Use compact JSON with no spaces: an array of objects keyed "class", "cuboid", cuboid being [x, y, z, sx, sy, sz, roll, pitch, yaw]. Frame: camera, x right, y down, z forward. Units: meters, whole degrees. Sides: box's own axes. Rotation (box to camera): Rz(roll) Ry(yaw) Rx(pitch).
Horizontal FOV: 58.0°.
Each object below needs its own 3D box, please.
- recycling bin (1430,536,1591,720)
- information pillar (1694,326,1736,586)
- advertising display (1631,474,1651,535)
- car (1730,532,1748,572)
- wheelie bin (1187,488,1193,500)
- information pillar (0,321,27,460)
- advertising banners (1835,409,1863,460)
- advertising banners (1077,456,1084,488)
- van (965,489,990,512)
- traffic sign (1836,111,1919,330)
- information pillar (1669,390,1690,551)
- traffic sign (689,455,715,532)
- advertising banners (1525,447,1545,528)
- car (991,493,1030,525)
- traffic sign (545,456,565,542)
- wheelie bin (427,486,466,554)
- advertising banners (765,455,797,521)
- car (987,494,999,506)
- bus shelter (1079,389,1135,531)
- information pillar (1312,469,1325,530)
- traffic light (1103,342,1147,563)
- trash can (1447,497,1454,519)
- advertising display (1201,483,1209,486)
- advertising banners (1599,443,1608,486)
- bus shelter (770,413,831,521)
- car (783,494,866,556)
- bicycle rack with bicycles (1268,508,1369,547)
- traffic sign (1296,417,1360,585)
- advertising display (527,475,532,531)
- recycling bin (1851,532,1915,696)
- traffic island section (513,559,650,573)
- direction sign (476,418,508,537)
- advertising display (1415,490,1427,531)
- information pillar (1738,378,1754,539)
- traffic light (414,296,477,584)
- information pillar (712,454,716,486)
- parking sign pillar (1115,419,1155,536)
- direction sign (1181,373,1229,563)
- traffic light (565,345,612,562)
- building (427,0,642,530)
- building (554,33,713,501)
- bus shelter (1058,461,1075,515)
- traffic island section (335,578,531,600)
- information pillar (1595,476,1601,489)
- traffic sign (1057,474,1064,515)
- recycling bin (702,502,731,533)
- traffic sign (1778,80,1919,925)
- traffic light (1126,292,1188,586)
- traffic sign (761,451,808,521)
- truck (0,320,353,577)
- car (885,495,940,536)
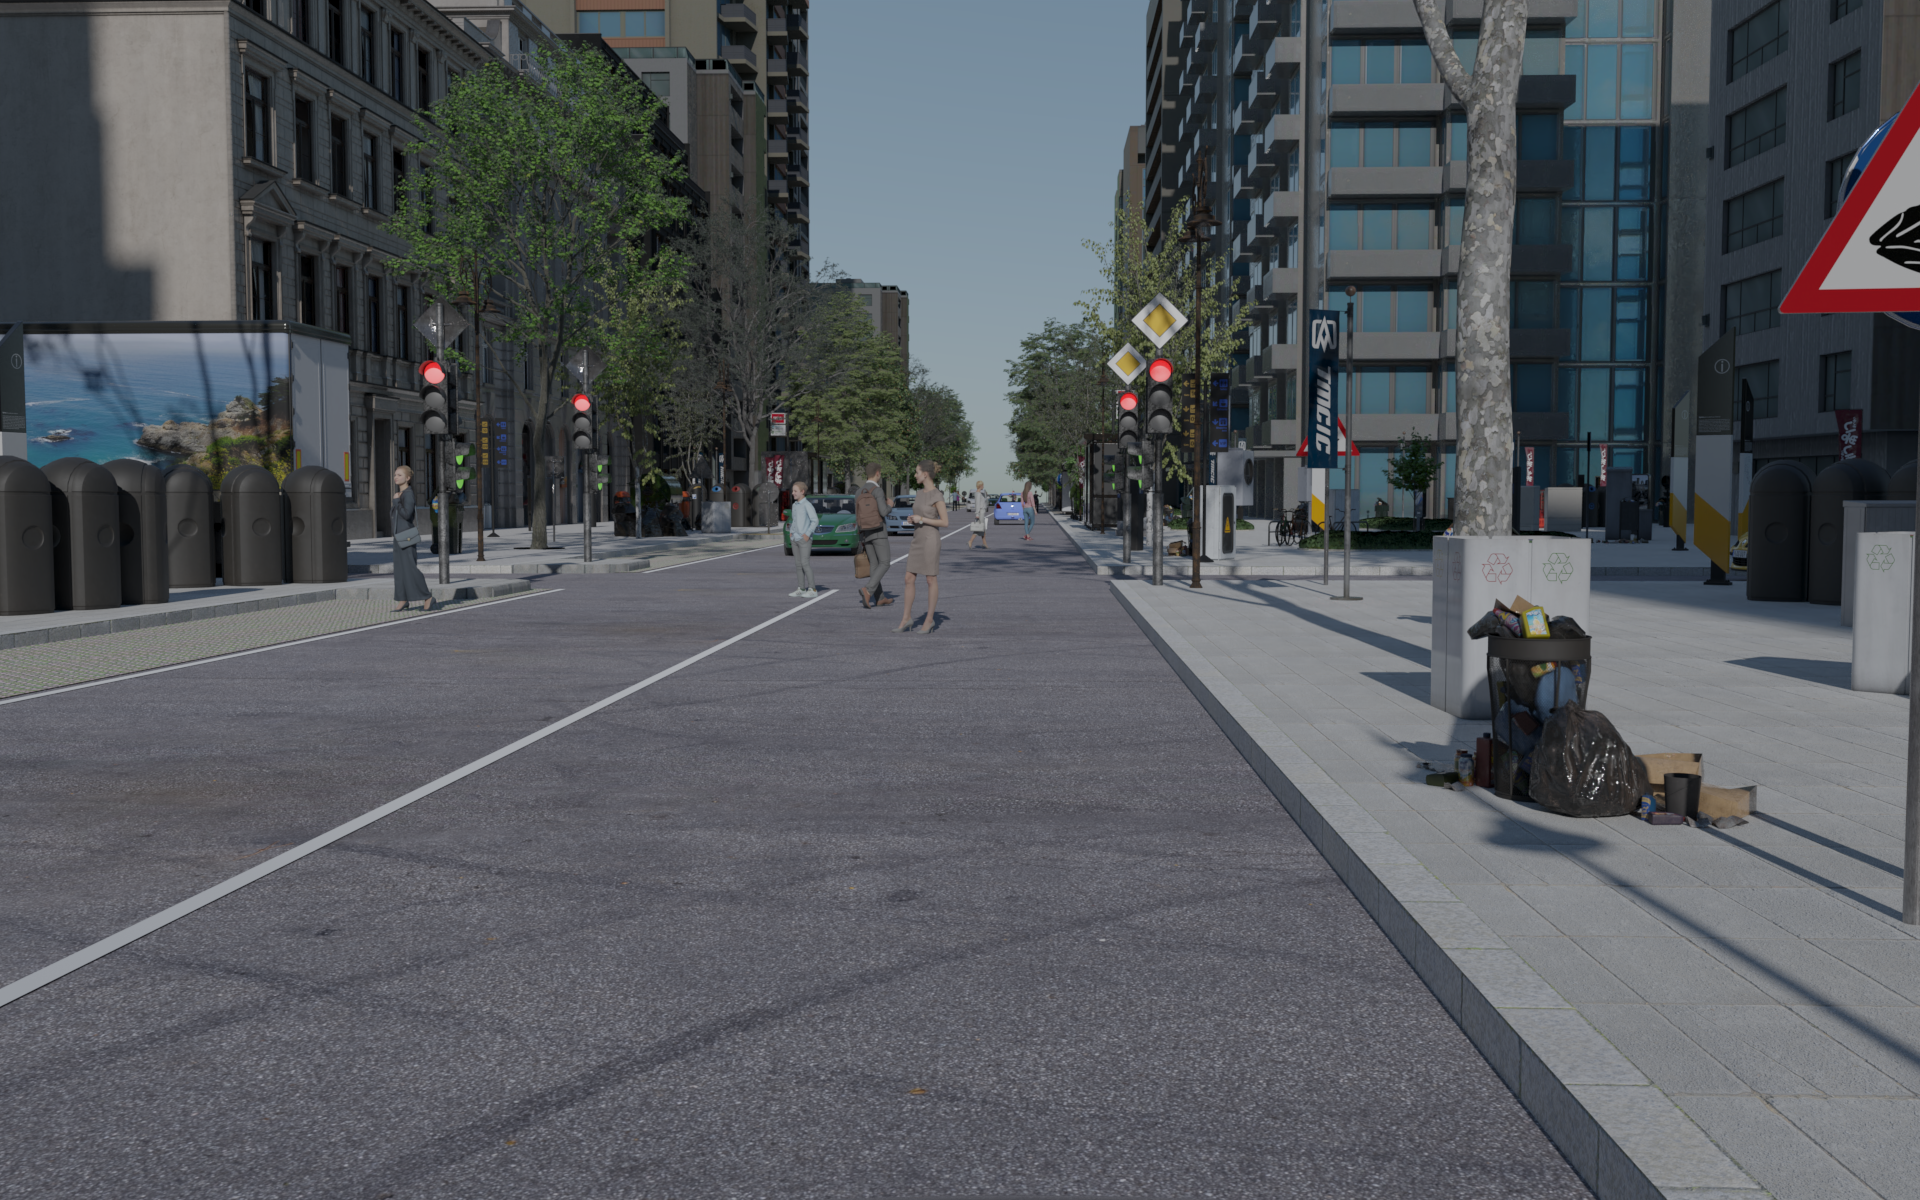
[{"class":"recycling bin","cuboid":[3.215,0.147,10.158,0.722,1.027,0.722,0,4,-1]},{"class":"information pillar","cuboid":[10.628,-2.020,24.374,0.504,3.616,0.183,3,5,39]},{"class":"advertising display","cuboid":[21.361,-3.036,54.856,0.123,1.923,0.974,-3,5,-43]},{"class":"car","cuboid":[14.680,-1.098,28.184,3.980,1.641,2.015,0,4,1]},{"class":"wheelie bin","cuboid":[12.371,-5.142,91.981,0.693,1.594,0.980,0,4,3]},{"class":"information pillar","cuboid":[-12.748,-1.955,23.314,0.183,3.616,0.504,1,4,10]},{"class":"advertising banners","cuboid":[18.928,-2.391,35.278,2.074,3.025,0.090,2,4,30]},{"class":"advertising banners","cuboid":[6.268,-5.088,79.376,2.074,3.025,0.090,2,4,32]},{"class":"van","cuboid":[1.399,-8.039,138.456,2.013,2.044,4.112,0,4,3]},{"class":"traffic sign","cuboid":[3.186,-0.336,5.598,0.768,2.556,0.104,0,4,5]},{"class":"information pillar","cuboid":[16.239,-2.919,39.080,0.504,3.616,0.183,-2,4,-28]},{"class":"traffic sign","cuboid":[-8.637,-3.544,57.952,0.884,2.594,0.081,0,4,8]},{"class":"advertising banners","cuboid":[21.734,-4.188,64.656,2.074,3.025,0.090,-2,4,-33]},{"class":"car","cuboid":[2.437,-4.376,81.144,1.945,1.707,3.694,0,4,0]},{"class":"traffic sign","cuboid":[-10.914,-2.715,46.523,0.606,2.300,0.079,0,4,3]},{"class":"wheelie bin","cuboid":[-11.009,-1.793,37.226,0.693,1.594,0.980,0,4,-1]},{"class":"advertising banners","cuboid":[-8.223,-5.219,81.523,2.074,3.025,0.090,1,4,19]},{"class":"car","cuboid":[3.477,-10.572,182.633,2.009,1.686,4.222,0,4,1]},{"class":"bus shelter","cuboid":[5.523,-5.287,64.077,2.179,5.291,8.768,0,4,2]},{"class":"information pillar","cuboid":[10.216,-3.525,48.983,0.504,3.616,0.183,1,4,19]},{"class":"traffic light","cuboid":[3.093,-2.646,32.187,0.839,4.253,0.868,0,4,2]},{"class":"trash can","cuboid":[20.678,-3.711,72.327,0.748,1.137,0.748,0,3,0]},{"class":"advertising display","cuboid":[14.772,-6.080,104.618,0.974,1.923,0.123,-2,4,-26]},{"class":"advertising banners","cuboid":[22.809,-3.927,60.397,2.074,3.025,0.090,-3,5,-40]},{"class":"bus shelter","cuboid":[-8.128,-6.748,87.969,2.179,5.291,8.768,0,4,3]},{"class":"car","cuboid":[-3.118,-1.831,41.736,2.131,1.459,4.920,0,4,2]},{"class":"bicycle rack with bicycles","cuboid":[8.682,-1.805,42.893,2.852,0.926,2.925,3,5,42]},{"class":"traffic sign","cuboid":[5.150,-1.486,24.307,0.884,2.594,0.081,0,4,4]},{"class":"advertising display","cuboid":[-14.949,-3.359,60.141,0.123,1.923,0.974,-1,4,-14]},{"class":"recycling bin","cuboid":[6.304,0.081,11.232,0.722,1.027,0.722,-3,5,-40]},{"class":"traffic island section","cuboid":[-7.050,-0.639,32.730,2.009,0.180,2.903,0,4,2]},{"class":"direction sign","cuboid":[-13.904,-3.640,51.519,0.876,3.537,0.379,-2,4,-23]},{"class":"advertising display","cuboid":[13.886,-2.877,52.251,0.123,1.923,0.974,0,4,0]},{"class":"information pillar","cuboid":[15.973,-2.683,35.215,0.183,3.616,0.504,3,5,43]},{"class":"traffic light","cuboid":[-7.345,-2.183,24.616,0.839,4.253,0.868,0,4,2]},{"class":"information pillar","cuboid":[-14.443,-6.750,101.717,0.183,3.616,0.504,-2,4,-33]},{"class":"parking sign pillar","cuboid":[5.518,-3.963,53.272,1.447,3.967,1.447,-1,4,-8]},{"class":"direction sign","cuboid":[4.592,-2.477,32.500,0.876,3.537,0.379,1,4,10]},{"class":"traffic light","cuboid":[-7.010,-2.671,32.594,0.839,4.253,0.868,0,4,2]},{"class":"building","cuboid":[-22.312,-14.082,72.035,13.314,21.916,24.055,0,4,2]},{"class":"building","cuboid":[-20.762,-16.035,91.850,12.332,23.373,15.834,0,4,2]},{"class":"bus shelter","cuboid":[6.749,-6.570,101.345,2.014,3.302,5.546,0,4,2]},{"class":"traffic island section","cuboid":[-7.385,-0.151,24.752,2.009,0.180,2.903,0,4,2]},{"class":"information pillar","cuboid":[26.253,-4.078,71.169,0.304,2.012,0.304,2,4,31]},{"class":"traffic sign","cuboid":[6.283,-6.448,105.525,0.768,2.556,0.104,1,4,11]},{"class":"recycling bin","cuboid":[-8.000,-2.710,56.854,0.722,1.027,0.722,-3,5,-41]},{"class":"traffic sign","cuboid":[2.853,-0.312,5.102,0.884,2.594,0.081,0,4,8]},{"class":"traffic light","cuboid":[2.758,-2.158,24.208,0.839,4.253,0.868,0,4,2]},{"class":"traffic sign","cuboid":[-8.343,-5.407,82.283,2.265,3.308,0.079,1,4,9]},{"class":"truck","cuboid":[-16.281,-2.478,29.436,11.283,4.237,2.839,0,4,3]},{"class":"car","cuboid":[-1.639,-2.959,60.381,2.014,1.417,4.499,0,4,2]}]
